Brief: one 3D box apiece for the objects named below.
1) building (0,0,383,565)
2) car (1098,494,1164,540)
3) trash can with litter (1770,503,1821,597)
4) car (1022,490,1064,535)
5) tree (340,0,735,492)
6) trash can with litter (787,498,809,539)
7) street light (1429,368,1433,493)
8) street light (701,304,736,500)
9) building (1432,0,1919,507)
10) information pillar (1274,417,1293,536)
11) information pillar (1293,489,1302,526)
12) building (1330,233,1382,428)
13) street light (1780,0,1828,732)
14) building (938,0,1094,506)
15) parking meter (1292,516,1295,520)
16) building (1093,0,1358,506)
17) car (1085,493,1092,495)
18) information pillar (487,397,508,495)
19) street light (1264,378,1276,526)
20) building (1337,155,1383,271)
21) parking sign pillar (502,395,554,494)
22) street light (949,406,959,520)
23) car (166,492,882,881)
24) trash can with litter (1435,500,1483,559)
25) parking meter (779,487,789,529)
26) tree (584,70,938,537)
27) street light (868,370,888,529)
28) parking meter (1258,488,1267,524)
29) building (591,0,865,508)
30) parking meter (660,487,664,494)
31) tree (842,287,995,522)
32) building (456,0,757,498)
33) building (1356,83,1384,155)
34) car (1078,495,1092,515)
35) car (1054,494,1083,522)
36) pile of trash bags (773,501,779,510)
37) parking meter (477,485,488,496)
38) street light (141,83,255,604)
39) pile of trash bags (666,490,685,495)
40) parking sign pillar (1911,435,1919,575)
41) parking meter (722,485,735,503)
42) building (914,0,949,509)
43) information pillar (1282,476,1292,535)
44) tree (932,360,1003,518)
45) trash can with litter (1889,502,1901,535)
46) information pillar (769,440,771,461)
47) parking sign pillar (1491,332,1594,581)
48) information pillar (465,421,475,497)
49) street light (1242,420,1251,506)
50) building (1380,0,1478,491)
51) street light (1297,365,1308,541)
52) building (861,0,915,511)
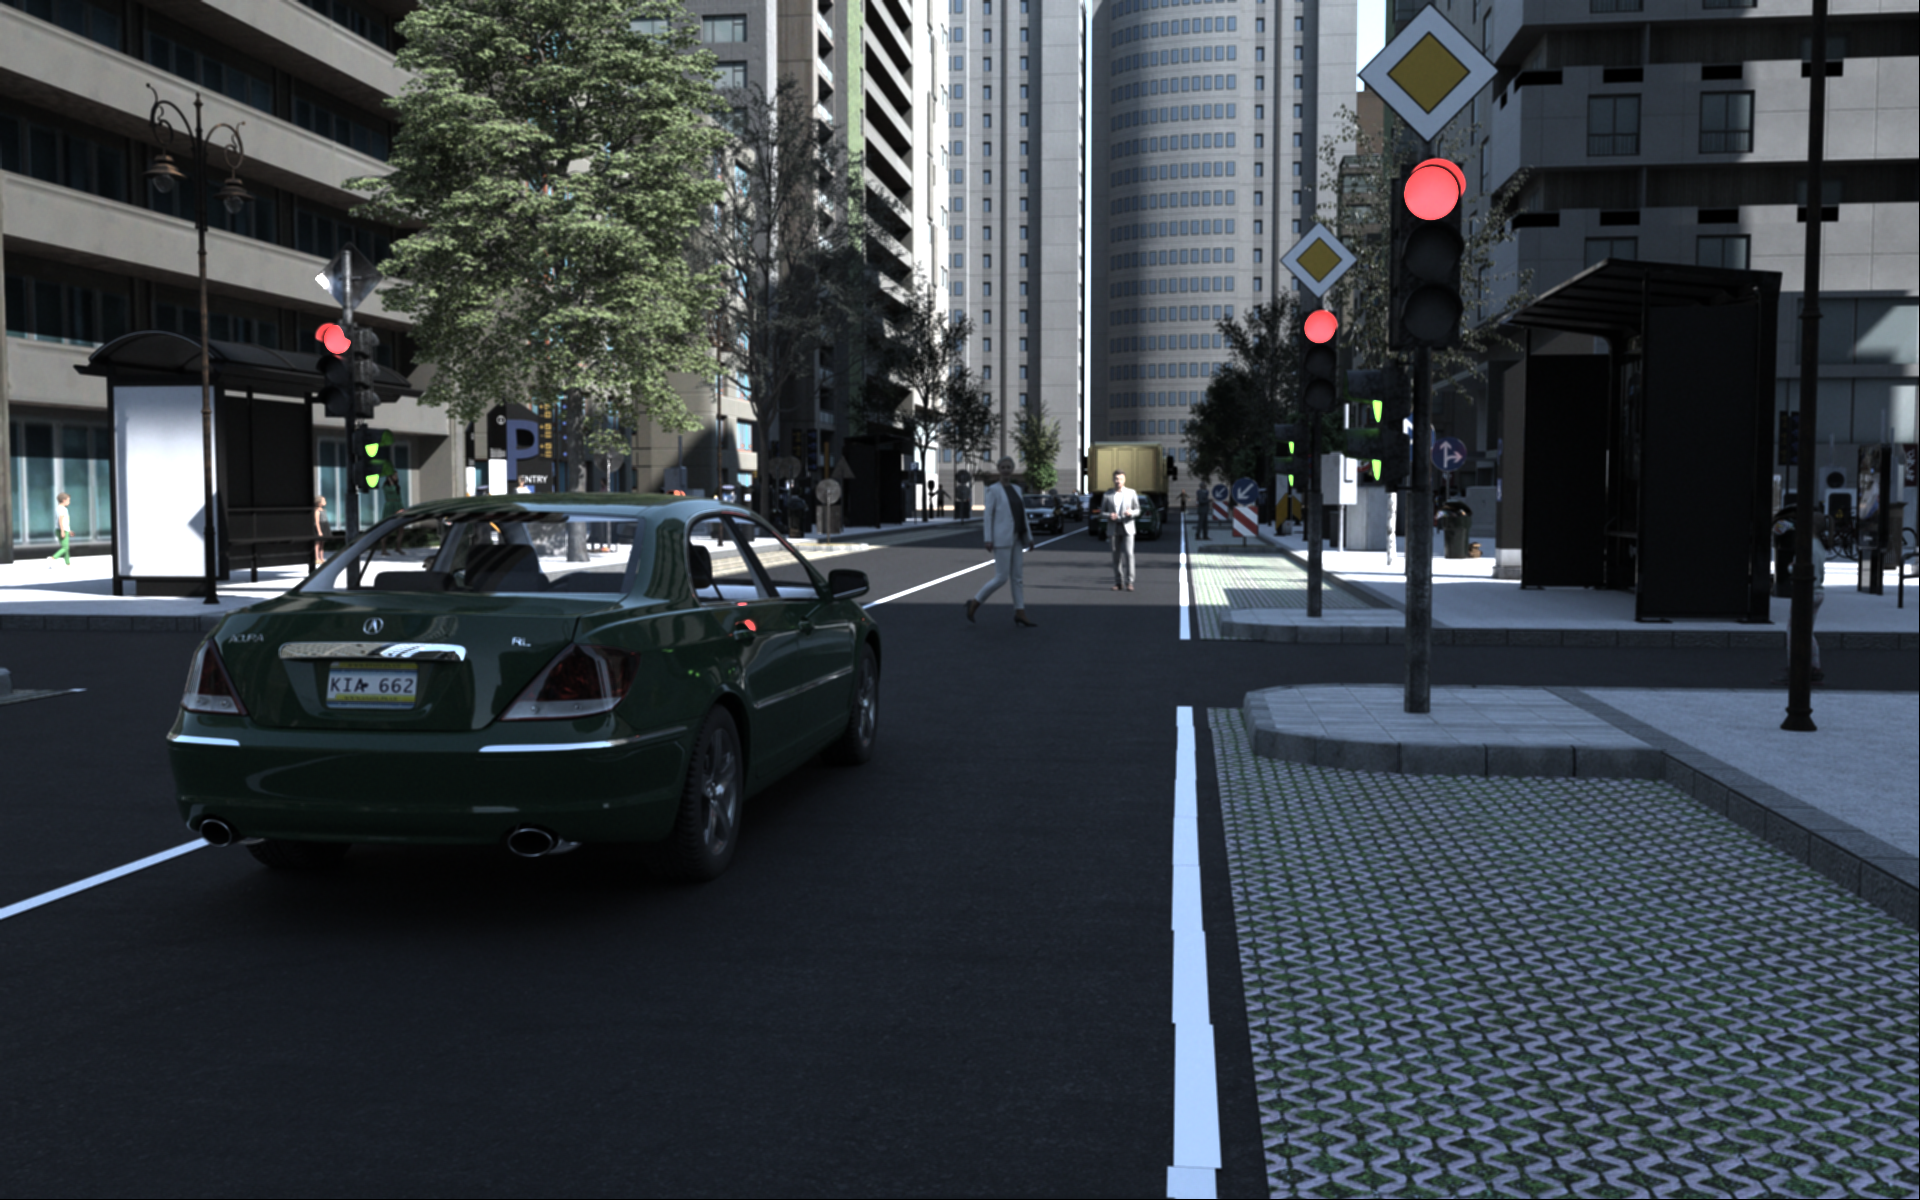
[{"bbox_3d":[-26.669,-25.531,41.137,21.300,48.544,21.600,0,4,7],"label":"building"},{"bbox_3d":[5.402,-2.646,55.057,2.131,1.459,4.920,1,4,9],"label":"car"},{"bbox_3d":[10.327,-0.632,21.713,0.624,1.170,1.055,0,4,4],"label":"trash can with litter"},{"bbox_3d":[2.749,-3.200,62.107,2.009,1.686,4.222,0,4,8],"label":"car"},{"bbox_3d":[-7.515,-6.966,32.024,7.486,12.596,7.792,0,3,0],"label":"tree"},{"bbox_3d":[-4.698,-2.376,50.239,0.624,1.170,1.055,0,4,-5],"label":"trash can with litter"},{"bbox_3d":[6.789,-3.196,25.049,0.468,5.910,1.993,0,4,7],"label":"street light"},{"bbox_3d":[-5.865,-4.246,42.214,0.468,5.910,1.993,0,4,7],"label":"street light"},{"bbox_3d":[36.249,-29.710,74.994,28.713,52.752,27.495,0,4,7],"label":"building"},{"bbox_3d":[9.816,-3.760,52.828,0.183,3.616,0.504,-2,4,-28],"label":"information pillar"},{"bbox_3d":[13.647,-4.829,70.313,0.504,3.616,0.183,-1,4,-14],"label":"information pillar"},{"bbox_3d":[42.454,-17.282,127.593,27.650,21.520,28.899,0,4,7],"label":"building"},{"bbox_3d":[4.570,-2.231,9.261,0.468,5.910,1.993,0,4,7],"label":"street light"},{"bbox_3d":[0.142,-40.099,197.619,28.212,58.520,21.231,0,4,7],"label":"building"},{"bbox_3d":[16.509,-4.762,86.265,0.372,1.533,0.369,0,3,0],"label":"parking meter"},{"bbox_3d":[28.786,-39.834,193.290,28.212,58.520,21.231,0,4,7],"label":"building"},{"bbox_3d":[12.402,-9.742,168.867,1.945,1.707,3.694,0,4,6],"label":"car"},{"bbox_3d":[-11.154,-3.087,41.832,0.504,3.616,0.183,-3,5,-43],"label":"information pillar"},{"bbox_3d":[12.426,-5.903,69.297,0.468,5.910,1.993,0,4,7],"label":"street light"},{"bbox_3d":[39.433,-23.121,149.726,14.160,30.474,14.107,0,4,7],"label":"building"},{"bbox_3d":[-11.338,-3.485,45.448,1.447,3.967,1.447,-1,4,-9],"label":"parking sign pillar"},{"bbox_3d":[-0.237,-6.946,86.360,0.468,5.910,1.993,0,4,7],"label":"street light"},{"bbox_3d":[-1.581,0.236,7.941,2.131,1.459,4.920,1,4,8],"label":"car"},{"bbox_3d":[9.941,-1.409,34.428,0.624,1.170,1.055,3,5,42],"label":"trash can with litter"},{"bbox_3d":[-6.365,-3.317,62.645,0.372,1.533,0.369,0,3,0],"label":"parking meter"},{"bbox_3d":[-5.742,-8.587,50.767,12.009,13.543,11.850,0,3,0],"label":"tree"},{"bbox_3d":[-3.030,-5.596,64.285,0.468,5.910,1.993,0,4,7],"label":"street light"},{"bbox_3d":[13.030,-4.053,74.672,0.372,1.533,0.369,0,3,0],"label":"parking meter"},{"bbox_3d":[-13.862,-25.636,102.740,14.154,41.232,14.086,0,4,7],"label":"building"},{"bbox_3d":[-11.328,-3.555,66.532,0.372,1.533,0.369,0,3,0],"label":"parking meter"},{"bbox_3d":[-1.913,-8.850,79.116,7.601,10.594,8.767,-2,4,-30],"label":"tree"},{"bbox_3d":[-25.896,-14.084,75.321,27.650,21.520,28.899,0,4,7],"label":"building"},{"bbox_3d":[49.442,-32.902,188.057,14.200,45.320,14.600,0,4,7],"label":"building"},{"bbox_3d":[7.832,-5.717,105.831,2.083,1.381,4.827,1,4,8],"label":"car"},{"bbox_3d":[5.451,-4.914,90.125,2.009,1.686,4.222,0,4,8],"label":"car"},{"bbox_3d":[-7.768,-4.350,80.880,3.447,1.369,1.912,1,4,22],"label":"pile of trash bags"},{"bbox_3d":[-13.356,-2.457,48.589,0.372,1.533,0.369,0,3,0],"label":"parking meter"},{"bbox_3d":[-8.760,-2.893,20.088,0.468,5.910,1.993,0,4,7],"label":"street light"},{"bbox_3d":[-8.084,-2.121,44.433,1.912,1.369,3.447,-3,5,-44],"label":"pile of trash bags"},{"bbox_3d":[15.611,-2.345,26.821,1.447,3.967,1.447,3,4,36],"label":"parking sign pillar"},{"bbox_3d":[-6.375,-2.403,47.703,0.372,1.533,0.369,0,3,0],"label":"parking meter"},{"bbox_3d":[-15.597,-34.263,149.433,27.495,52.752,28.713,0,4,7],"label":"building"},{"bbox_3d":[10.197,-3.045,54.271,0.304,2.012,0.304,-2,4,-30],"label":"information pillar"},{"bbox_3d":[0.548,-8.736,93.194,4.360,8.622,3.978,0,3,0],"label":"tree"},{"bbox_3d":[29.307,-2.633,54.442,1.055,1.170,0.624,-3,5,-41],"label":"trash can with litter"},{"bbox_3d":[-8.269,-5.144,75.461,0.183,3.616,0.504,0,4,-4],"label":"information pillar"},{"bbox_3d":[8.790,-2.299,26.069,1.447,3.967,1.447,0,4,6],"label":"parking sign pillar"},{"bbox_3d":[-15.139,-3.807,53.597,0.183,3.616,0.504,1,4,8],"label":"information pillar"},{"bbox_3d":[15.186,-7.288,91.945,0.468,5.910,1.993,0,4,7],"label":"street light"},{"bbox_3d":[32.999,-25.870,106.572,14.154,41.232,14.086,0,4,7],"label":"building"},{"bbox_3d":[9.458,-4.554,47.243,0.468,5.910,1.993,0,4,7],"label":"street light"},{"bbox_3d":[-15.322,-30.395,120.658,21.300,48.544,21.600,0,4,7],"label":"building"}]
